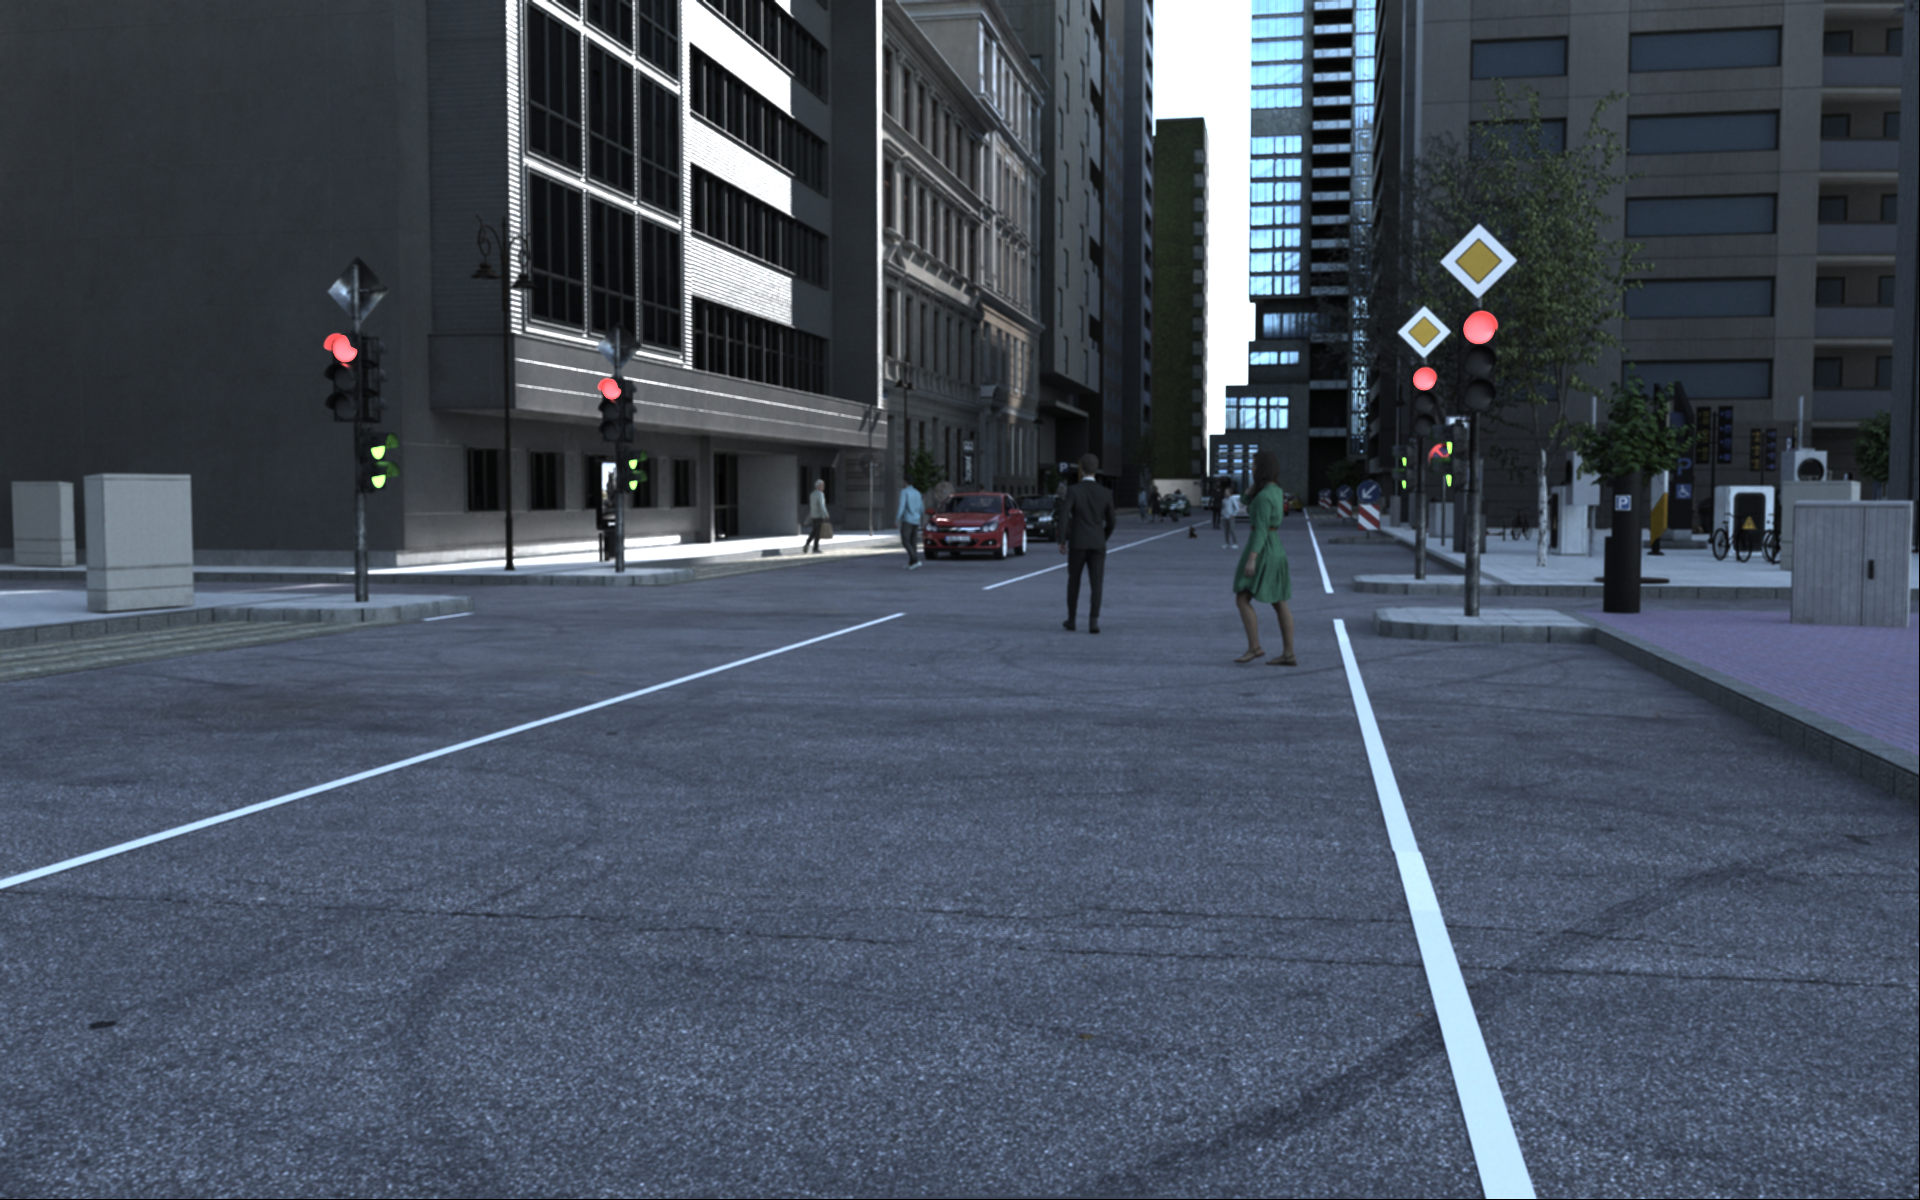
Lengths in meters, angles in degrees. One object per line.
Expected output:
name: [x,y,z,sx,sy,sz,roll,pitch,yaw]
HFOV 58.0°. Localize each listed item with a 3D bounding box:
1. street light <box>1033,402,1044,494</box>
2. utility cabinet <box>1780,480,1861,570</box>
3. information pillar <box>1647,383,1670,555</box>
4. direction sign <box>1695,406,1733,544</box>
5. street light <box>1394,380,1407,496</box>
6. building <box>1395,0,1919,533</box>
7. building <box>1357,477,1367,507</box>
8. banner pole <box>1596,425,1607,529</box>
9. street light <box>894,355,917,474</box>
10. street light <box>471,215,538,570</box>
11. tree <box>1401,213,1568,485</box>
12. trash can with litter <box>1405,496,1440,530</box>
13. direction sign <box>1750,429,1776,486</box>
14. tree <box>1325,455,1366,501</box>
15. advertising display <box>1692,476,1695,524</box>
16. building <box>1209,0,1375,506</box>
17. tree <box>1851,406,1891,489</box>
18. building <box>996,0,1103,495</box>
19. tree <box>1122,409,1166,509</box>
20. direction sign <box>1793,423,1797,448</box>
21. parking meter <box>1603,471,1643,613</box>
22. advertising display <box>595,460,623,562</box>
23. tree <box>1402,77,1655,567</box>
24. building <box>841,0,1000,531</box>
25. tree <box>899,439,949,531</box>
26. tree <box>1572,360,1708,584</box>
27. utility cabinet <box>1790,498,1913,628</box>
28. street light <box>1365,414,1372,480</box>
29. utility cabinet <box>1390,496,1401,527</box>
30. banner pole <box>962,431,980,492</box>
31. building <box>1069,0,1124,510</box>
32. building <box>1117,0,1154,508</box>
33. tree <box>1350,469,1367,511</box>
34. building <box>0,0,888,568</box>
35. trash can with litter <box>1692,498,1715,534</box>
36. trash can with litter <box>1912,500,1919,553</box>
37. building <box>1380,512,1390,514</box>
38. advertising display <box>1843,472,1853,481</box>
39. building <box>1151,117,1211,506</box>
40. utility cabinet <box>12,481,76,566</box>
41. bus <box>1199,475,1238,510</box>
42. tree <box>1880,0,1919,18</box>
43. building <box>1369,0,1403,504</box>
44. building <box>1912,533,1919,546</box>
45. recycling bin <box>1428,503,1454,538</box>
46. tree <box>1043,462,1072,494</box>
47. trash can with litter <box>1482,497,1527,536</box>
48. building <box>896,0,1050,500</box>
street light: [3.943,-6.986,87.016,0.468,5.910,1.993,1,4,11]
utility cabinet: [14.252,-1.224,28.698,0.318,1.500,1.173,-2,4,-34]
information pillar: [14.642,-2.745,36.231,0.183,3.616,0.504,-1,4,-10]
direction sign: [19.481,-3.230,44.804,0.876,3.537,0.379,2,4,35]
street light: [17.506,-5.887,69.042,0.468,5.910,1.993,1,4,11]
building: [30.376,-32.668,76.123,21.231,58.520,28.212,1,4,11]
building: [53.134,-28.476,157.466,32.217,40.220,23.993,1,4,11]
banner pole: [23.271,-4.470,63.102,0.863,3.779,0.401,-2,4,-33]
street light: [-1.812,-5.200,57.806,0.468,5.910,1.993,1,4,11]
street light: [-7.588,-3.438,29.005,0.468,5.910,1.993,1,4,11]
tree: [13.467,-5.802,45.226,4.360,8.622,3.978,0,3,0]
trash can with litter: [16.894,-3.159,62.711,2.233,1.210,1.678,-2,4,-26]
direction sign: [27.730,-4.151,59.874,0.876,3.537,0.379,0,4,-1]
tree: [32.579,-9.957,146.507,4.285,4.588,4.351,0,3,0]
advertising display: [26.332,-3.519,62.747,0.123,1.923,0.974,0,4,-3]
building: [43.968,-53.715,190.919,31.000,86.520,22.319,1,4,11]
tree: [32.639,-4.680,60.230,4.285,4.588,4.351,0,3,0]
building: [-4.992,-32.343,118.051,28.713,52.752,27.495,1,4,11]
tree: [15.848,-12.137,148.796,4.737,8.622,4.395,0,3,0]
direction sign: [26.821,-3.889,55.575,0.379,3.537,0.876,3,4,39]
parking meter: [7.183,-0.633,18.759,0.372,1.533,0.369,0,3,0]
advertising display: [-6.710,-1.711,33.190,0.123,1.923,0.974,1,4,13]
tree: [10.130,-4.888,30.283,4.737,8.622,4.395,0,3,0]
building: [-5.896,-14.342,70.650,11.583,22.565,21.152,1,4,11]
tree: [-1.196,-4.039,60.632,1.663,3.219,1.824,0,3,0]
tree: [9.703,-1.876,25.268,1.663,3.219,1.824,0,3,0]
utility cabinet: [8.734,-0.356,16.978,1.020,1.237,0.306,2,4,33]
street light: [23.144,-7.672,98.230,0.468,5.910,1.993,1,4,11]
utility cabinet: [16.952,-3.440,67.407,0.306,1.237,1.020,0,4,7]
banner pole: [0.489,-4.818,68.796,0.863,3.779,0.401,0,4,-3]
building: [5.329,-29.807,137.463,14.600,45.320,14.200,1,4,11]
building: [4.261,-38.278,167.849,28.212,58.520,21.231,1,4,11]
tree: [30.853,-8.518,133.875,1.663,3.219,1.824,0,3,0]
building: [-12.163,-13.820,45.024,14.314,24.678,30.058,1,4,11]
trash can with litter: [23.800,-2.691,55.383,1.055,1.170,0.624,-2,4,-33]
trash can with litter: [20.999,-1.654,38.099,1.678,1.210,2.233,-2,4,-28]
building: [43.902,-25.704,112.134,32.217,40.220,23.993,1,4,11]
advertising display: [25.821,-2.765,50.419,0.123,1.923,0.974,1,4,20]
building: [20.395,-31.104,192.143,14.086,41.232,14.154,1,4,11]
utility cabinet: [-16.175,-1.340,30.592,1.173,1.500,0.318,1,4,23]
bus: [23.708,-9.975,157.958,2.948,3.499,13.247,1,4,12]
tree: [6.876,-5.981,8.166,12.009,13.543,11.850,0,3,0]
building: [43.662,-31.326,135.878,21.300,48.544,21.600,1,4,11]
building: [36.011,-29.951,31.692,28.212,58.520,21.231,1,4,11]
recycling bin: [14.259,-2.353,51.020,0.722,1.027,0.722,0,4,-2]
tree: [5.602,-6.579,102.161,1.663,3.219,1.824,0,3,0]
trash can with litter: [16.549,-2.620,53.897,2.233,1.210,1.678,0,4,6]
building: [-3.322,-18.657,90.947,13.634,28.700,20.117,1,4,11]
